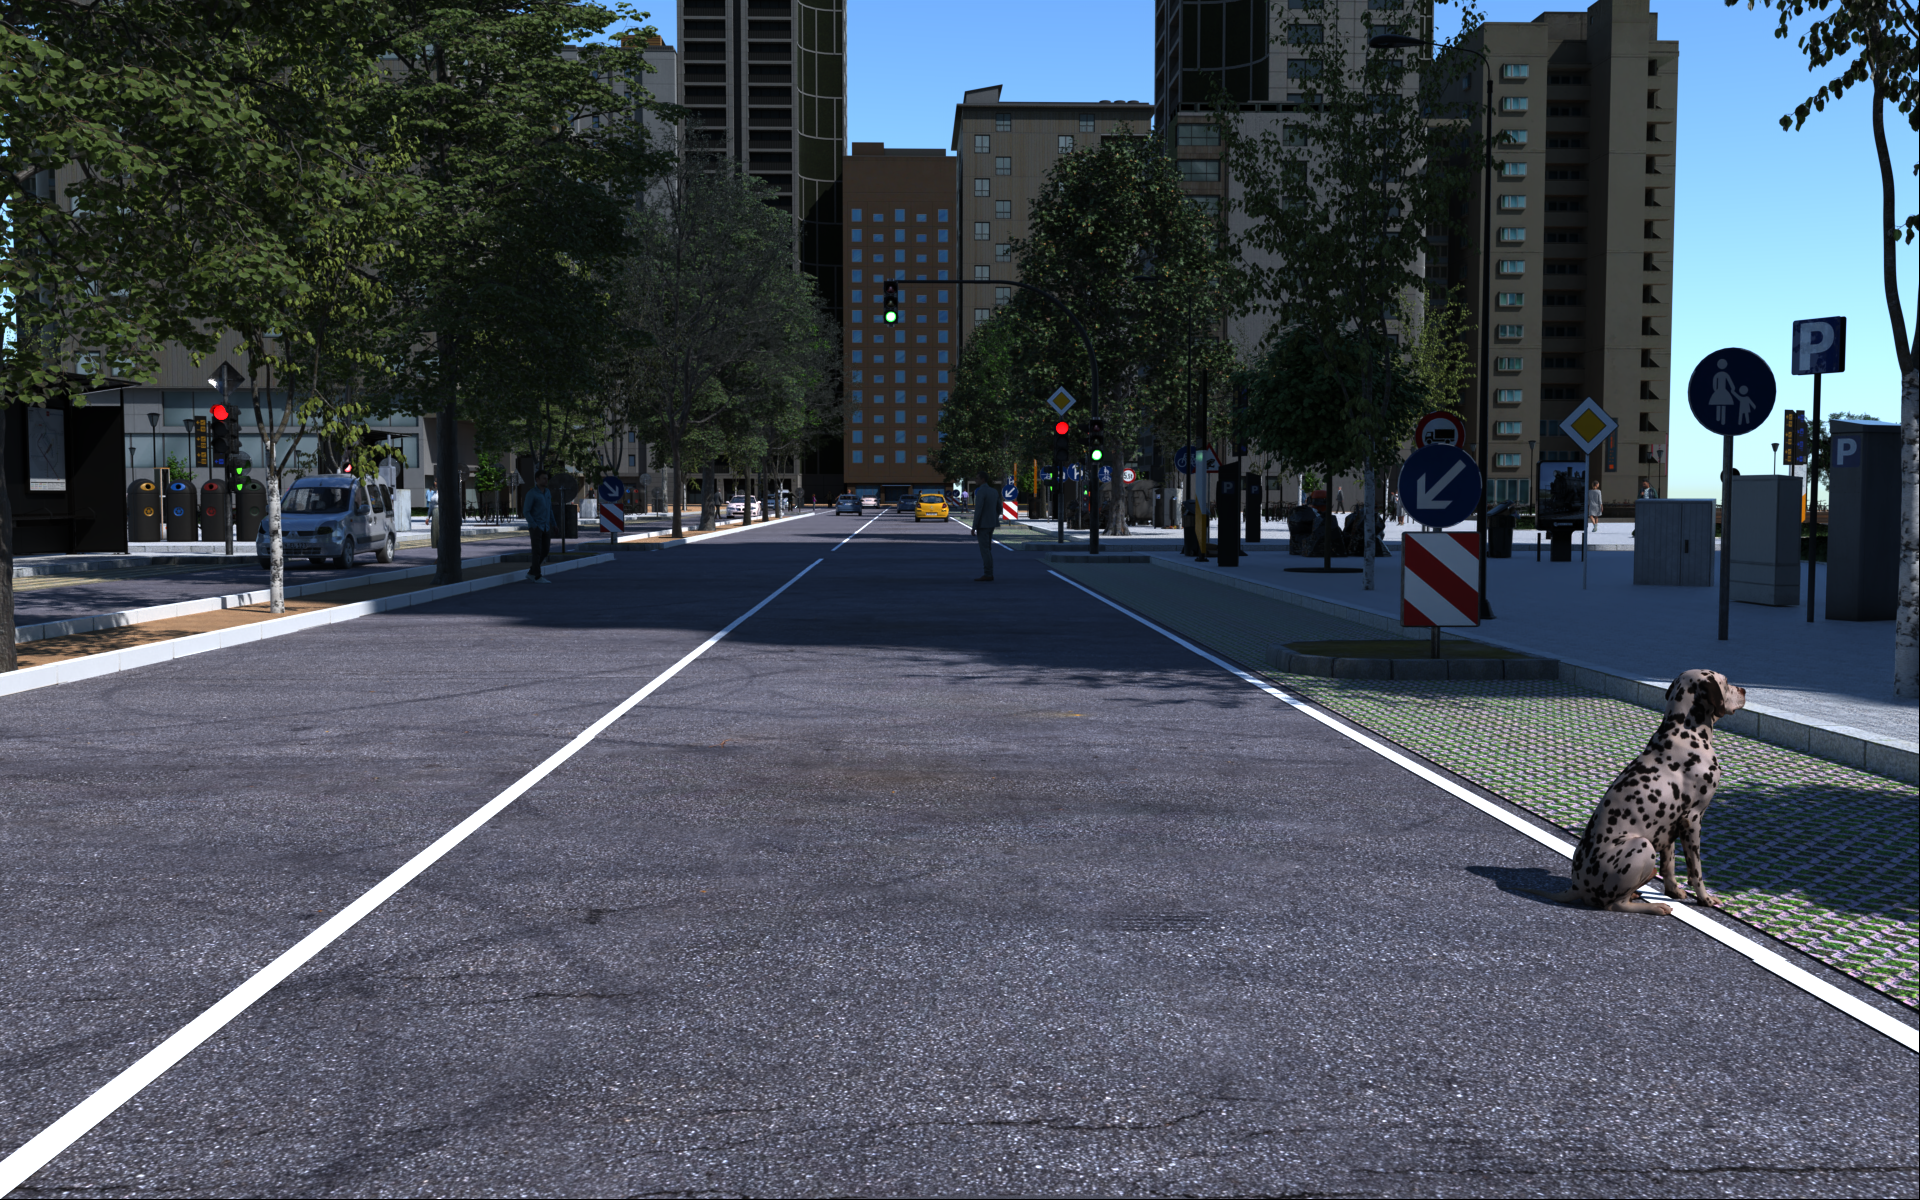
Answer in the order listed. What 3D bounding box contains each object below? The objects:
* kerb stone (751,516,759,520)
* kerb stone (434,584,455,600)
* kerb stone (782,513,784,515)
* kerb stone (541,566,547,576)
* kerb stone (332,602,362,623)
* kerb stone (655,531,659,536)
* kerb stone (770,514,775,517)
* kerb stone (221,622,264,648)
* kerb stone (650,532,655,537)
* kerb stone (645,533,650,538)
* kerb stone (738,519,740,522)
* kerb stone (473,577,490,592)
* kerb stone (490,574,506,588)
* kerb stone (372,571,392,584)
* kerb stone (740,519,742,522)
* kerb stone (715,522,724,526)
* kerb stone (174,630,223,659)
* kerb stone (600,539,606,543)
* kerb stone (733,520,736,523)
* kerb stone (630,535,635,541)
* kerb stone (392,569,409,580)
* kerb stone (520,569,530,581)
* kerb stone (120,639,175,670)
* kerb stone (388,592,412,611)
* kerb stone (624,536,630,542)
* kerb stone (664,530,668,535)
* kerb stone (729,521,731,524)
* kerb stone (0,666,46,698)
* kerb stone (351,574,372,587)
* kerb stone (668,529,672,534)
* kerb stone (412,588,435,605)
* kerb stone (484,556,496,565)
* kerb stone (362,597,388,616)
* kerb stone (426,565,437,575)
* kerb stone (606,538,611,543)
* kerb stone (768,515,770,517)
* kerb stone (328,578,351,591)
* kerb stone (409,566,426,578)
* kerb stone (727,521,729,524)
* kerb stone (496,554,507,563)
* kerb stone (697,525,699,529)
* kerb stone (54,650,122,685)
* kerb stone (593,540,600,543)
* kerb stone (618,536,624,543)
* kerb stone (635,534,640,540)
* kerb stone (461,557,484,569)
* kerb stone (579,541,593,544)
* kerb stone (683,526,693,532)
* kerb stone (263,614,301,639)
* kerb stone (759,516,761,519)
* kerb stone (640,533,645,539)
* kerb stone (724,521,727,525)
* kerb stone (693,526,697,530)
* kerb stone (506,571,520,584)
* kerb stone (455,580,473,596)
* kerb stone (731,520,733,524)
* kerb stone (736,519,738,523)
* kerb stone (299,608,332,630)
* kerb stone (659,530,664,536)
[{"bbox_3d":[-11.478,-4.568,97.023,0.120,0.150,1.000,0,4,-2],"label":"kerb stone"},{"bbox_3d":[-7.159,-0.095,23.763,0.120,0.150,1.000,0,4,-2],"label":"kerb stone"},{"bbox_3d":[-12.131,-5.890,118.539,0.120,0.150,1.000,0,4,-2],"label":"kerb stone"},{"bbox_3d":[-7.342,-0.472,29.909,0.120,0.150,1.000,0,4,-2],"label":"kerb stone"},{"bbox_3d":[-7.031,0.156,19.645,0.120,0.150,1.000,0,4,-2],"label":"kerb stone"},{"bbox_3d":[-10.302,-2.194,58.059,0.120,0.150,1.000,0,4,-2],"label":"kerb stone"},{"bbox_3d":[-11.856,-5.325,109.302,0.120,0.150,1.000,0,4,-2],"label":"kerb stone"},{"bbox_3d":[-6.940,0.344,16.579,0.120,0.150,1.000,0,4,-2],"label":"kerb stone"},{"bbox_3d":[-10.265,-2.130,57.024,0.120,0.150,1.000,0,4,-2],"label":"kerb stone"},{"bbox_3d":[-10.235,-2.068,56.000,0.120,0.150,1.000,0,4,-2],"label":"kerb stone"},{"bbox_3d":[-11.144,-3.885,85.735,0.120,0.150,1.000,0,4,-2],"label":"kerb stone"},{"bbox_3d":[-7.220,-0.221,25.807,0.120,0.150,1.000,0,4,-2],"label":"kerb stone"},{"bbox_3d":[-7.256,-0.284,26.833,0.120,0.150,1.000,0,4,-2],"label":"kerb stone"},{"bbox_3d":[-9.375,-0.343,27.800,0.120,0.150,1.000,0,4,-2],"label":"kerb stone"},{"bbox_3d":[-11.167,-3.949,86.765,0.120,0.150,1.000,0,4,-2],"label":"kerb stone"},{"bbox_3d":[-10.924,-3.444,78.555,0.120,0.150,1.000,0,4,-2],"label":"kerb stone"},{"bbox_3d":[-6.908,0.407,15.558,0.120,0.150,1.000,0,4,-2],"label":"kerb stone"},{"bbox_3d":[-9.995,-1.565,47.815,0.120,0.150,1.000,0,4,-2],"label":"kerb stone"},{"bbox_3d":[-11.076,-3.759,83.689,0.120,0.150,1.000,0,4,-2],"label":"kerb stone"},{"bbox_3d":[-10.148,-1.879,52.927,0.120,0.150,1.000,0,4,-2],"label":"kerb stone"},{"bbox_3d":[-9.414,-0.398,28.822,0.120,0.150,1.000,0,4,-2],"label":"kerb stone"},{"bbox_3d":[-7.321,-0.409,28.887,0.120,0.150,1.000,0,4,-2],"label":"kerb stone"},{"bbox_3d":[-6.876,0.469,14.528,0.120,0.150,1.000,0,4,-2],"label":"kerb stone"},{"bbox_3d":[-7.102,0.031,21.715,0.120,0.150,1.000,0,4,-2],"label":"kerb stone"},{"bbox_3d":[-10.112,-1.811,51.906,0.120,0.150,1.000,0,4,-2],"label":"kerb stone"},{"bbox_3d":[-10.361,-2.318,60.103,0.120,0.150,1.000,0,4,-2],"label":"kerb stone"},{"bbox_3d":[-11.004,-3.635,81.630,0.120,0.150,1.000,0,4,-2],"label":"kerb stone"},{"bbox_3d":[-6.818,0.598,12.479,0.120,0.150,1.000,0,4,-2],"label":"kerb stone"},{"bbox_3d":[-9.352,-0.272,26.770,0.120,0.150,1.000,0,4,-2],"label":"kerb stone"},{"bbox_3d":[-10.397,-2.381,61.124,0.120,0.150,1.000,0,4,-2],"label":"kerb stone"},{"bbox_3d":[-7.128,-0.029,22.737,0.120,0.150,1.000,0,4,-2],"label":"kerb stone"},{"bbox_3d":[-9.603,-0.781,34.983,0.120,0.150,1.000,0,4,-2],"label":"kerb stone"},{"bbox_3d":[-7.071,0.093,20.676,0.120,0.150,1.000,0,4,-2],"label":"kerb stone"},{"bbox_3d":[-9.476,-0.530,30.867,0.120,0.150,1.000,0,4,-2],"label":"kerb stone"},{"bbox_3d":[-10.018,-1.629,48.837,0.120,0.150,1.000,0,4,-2],"label":"kerb stone"},{"bbox_3d":[-11.695,-5.014,104.191,0.120,0.150,1.000,0,4,-2],"label":"kerb stone"},{"bbox_3d":[-9.312,-0.217,25.741,0.120,0.150,1.000,0,4,-2],"label":"kerb stone"},{"bbox_3d":[-9.441,-0.468,29.845,0.120,0.150,1.000,0,4,-2],"label":"kerb stone"},{"bbox_3d":[-10.980,-3.572,80.600,0.120,0.150,1.000,0,4,-2],"label":"kerb stone"},{"bbox_3d":[-9.622,-0.845,36.005,0.120,0.150,1.000,0,4,-2],"label":"kerb stone"},{"bbox_3d":[-10.641,-2.876,69.323,0.120,0.150,1.000,0,4,-2],"label":"kerb stone"},{"bbox_3d":[-6.846,0.532,13.501,0.120,0.150,1.000,0,4,-2],"label":"kerb stone"},{"bbox_3d":[-9.955,-1.504,46.793,0.120,0.150,1.000,0,4,-2],"label":"kerb stone"},{"bbox_3d":[-10.085,-1.752,50.884,0.120,0.150,1.000,0,4,-2],"label":"kerb stone"},{"bbox_3d":[-10.174,-1.942,53.952,0.120,0.150,1.000,0,4,-2],"label":"kerb stone"},{"bbox_3d":[-9.572,-0.719,33.949,0.120,0.150,1.000,0,4,-2],"label":"kerb stone"},{"bbox_3d":[-9.925,-1.442,45.770,0.120,0.150,1.000,0,4,-2],"label":"kerb stone"},{"bbox_3d":[-10.575,-2.747,67.273,0.120,0.150,1.000,0,4,-2],"label":"kerb stone"},{"bbox_3d":[-6.965,0.282,17.601,0.120,0.150,1.000,0,4,-2],"label":"kerb stone"},{"bbox_3d":[-11.506,-4.639,98.047,0.120,0.150,1.000,0,4,-2],"label":"kerb stone"},{"bbox_3d":[-10.202,-2.000,54.974,0.120,0.150,1.000,0,4,-2],"label":"kerb stone"},{"bbox_3d":[-10.950,-3.510,79.577,0.120,0.150,1.000,0,4,-2],"label":"kerb stone"},{"bbox_3d":[-10.608,-2.818,68.301,0.120,0.150,1.000,0,4,-2],"label":"kerb stone"},{"bbox_3d":[-7.285,-0.344,27.855,0.120,0.150,1.000,0,4,-2],"label":"kerb stone"},{"bbox_3d":[-7.193,-0.157,24.784,0.120,0.150,1.000,0,4,-2],"label":"kerb stone"},{"bbox_3d":[-11.044,-3.697,82.661,0.120,0.150,1.000,0,4,-2],"label":"kerb stone"},{"bbox_3d":[-11.102,-3.824,84.713,0.120,0.150,1.000,0,4,-2],"label":"kerb stone"},{"bbox_3d":[-7.005,0.219,18.623,0.120,0.150,1.000,0,4,-2],"label":"kerb stone"},{"bbox_3d":[-10.328,-2.256,59.081,0.120,0.150,1.000,0,4,-2],"label":"kerb stone"}]
